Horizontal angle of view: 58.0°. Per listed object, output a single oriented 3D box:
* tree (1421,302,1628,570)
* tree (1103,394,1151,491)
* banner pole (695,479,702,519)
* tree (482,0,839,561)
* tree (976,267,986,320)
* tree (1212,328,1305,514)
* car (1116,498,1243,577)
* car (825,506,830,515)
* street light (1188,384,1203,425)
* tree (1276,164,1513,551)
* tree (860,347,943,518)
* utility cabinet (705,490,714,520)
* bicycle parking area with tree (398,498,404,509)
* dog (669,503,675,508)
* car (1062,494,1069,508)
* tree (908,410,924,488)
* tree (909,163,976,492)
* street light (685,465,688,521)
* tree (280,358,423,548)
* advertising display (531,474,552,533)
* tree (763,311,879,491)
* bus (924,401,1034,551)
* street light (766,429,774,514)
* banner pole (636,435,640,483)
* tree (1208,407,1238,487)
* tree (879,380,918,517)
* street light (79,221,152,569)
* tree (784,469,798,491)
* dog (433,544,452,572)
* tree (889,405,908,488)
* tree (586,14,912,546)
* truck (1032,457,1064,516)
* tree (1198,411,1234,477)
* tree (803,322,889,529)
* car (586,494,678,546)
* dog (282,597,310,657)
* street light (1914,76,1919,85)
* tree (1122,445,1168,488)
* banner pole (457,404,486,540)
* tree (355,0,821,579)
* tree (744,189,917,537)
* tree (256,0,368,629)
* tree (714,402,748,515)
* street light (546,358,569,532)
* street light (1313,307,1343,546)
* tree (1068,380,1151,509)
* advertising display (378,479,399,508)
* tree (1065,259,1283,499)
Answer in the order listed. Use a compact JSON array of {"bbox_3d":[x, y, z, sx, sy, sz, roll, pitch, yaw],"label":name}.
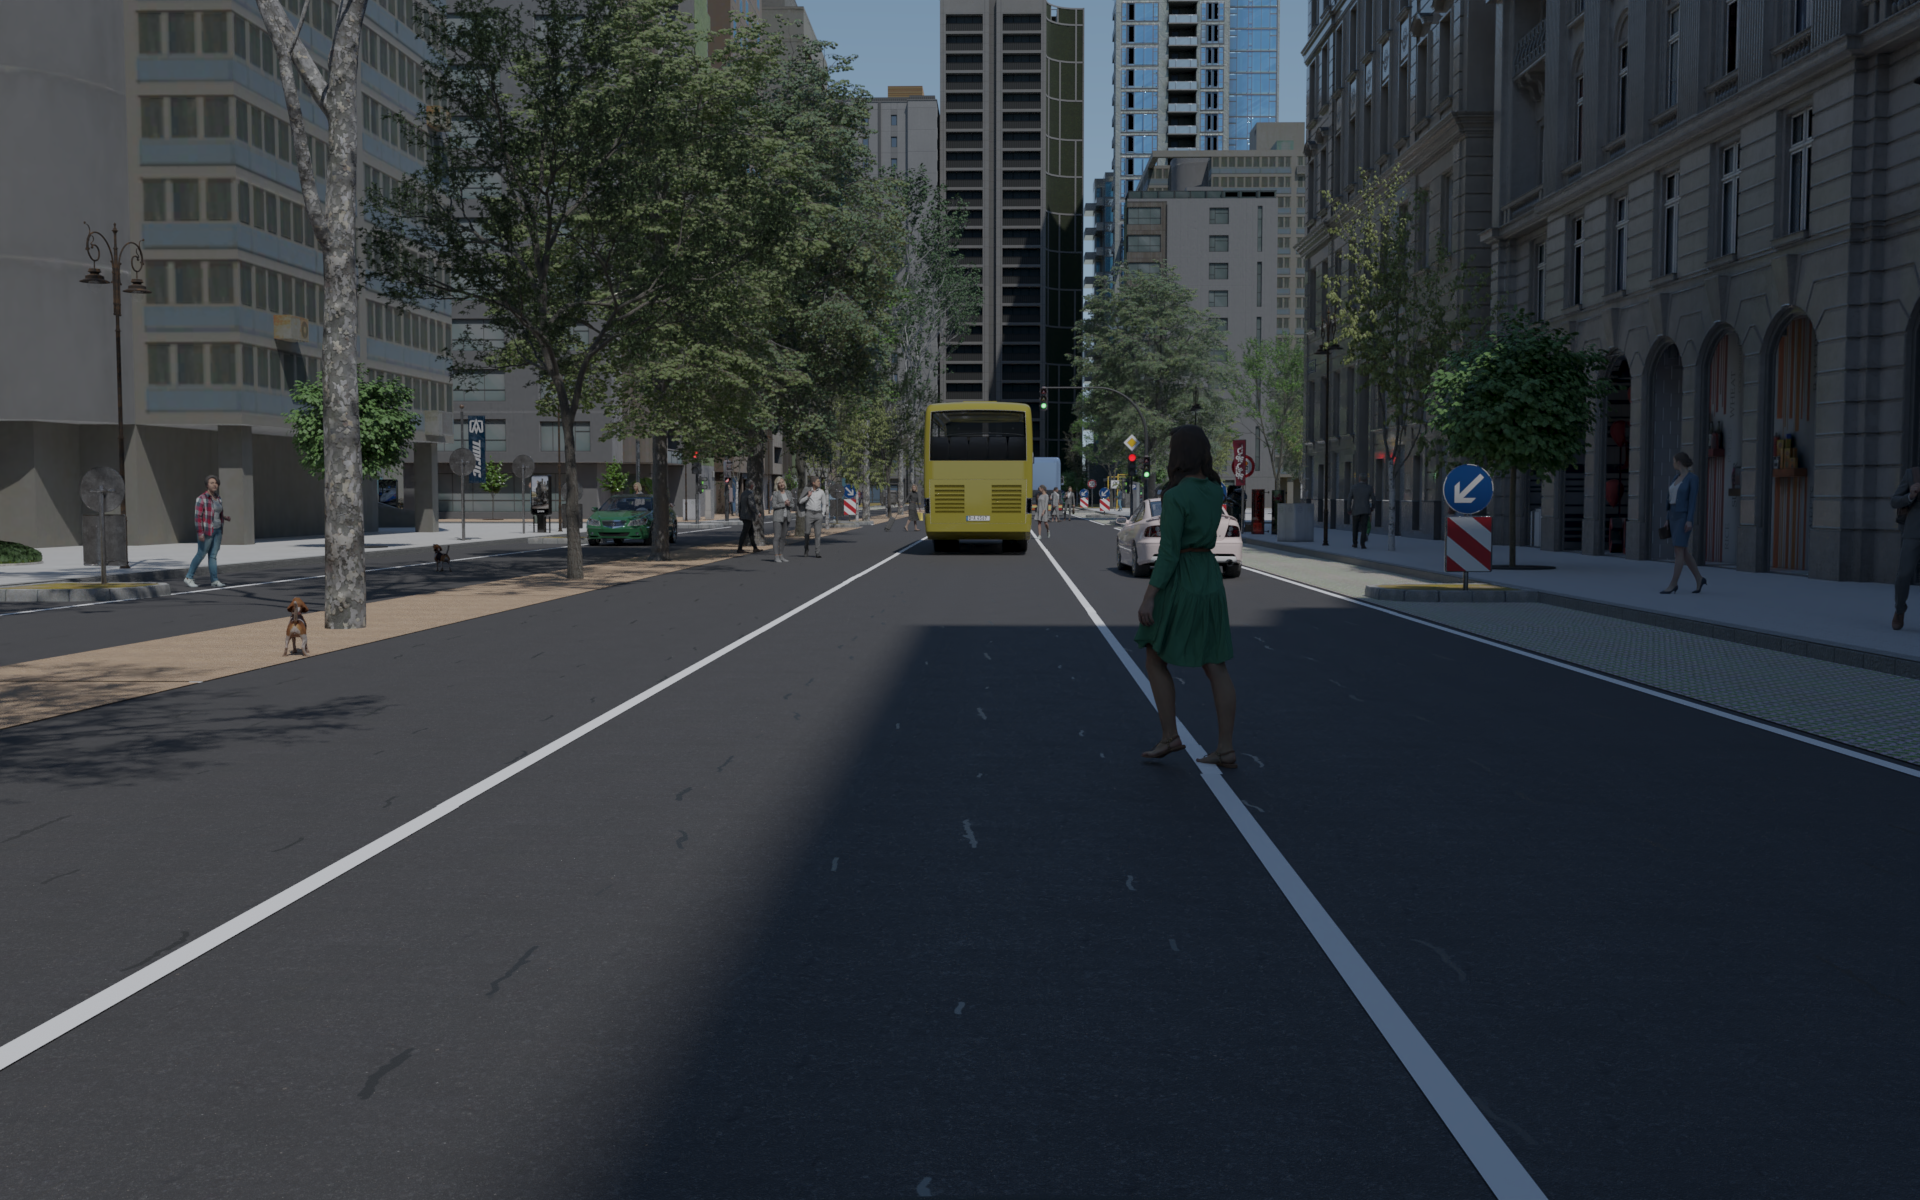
[{"bbox_3d":[9.640,-2.819,29.810,4.285,4.588,4.351,0,3,0],"label":"tree"},{"bbox_3d":[11.945,-10.262,118.143,4.737,8.622,4.395,0,3,0],"label":"tree"},{"bbox_3d":[-13.486,-6.041,88.784,0.401,3.779,0.863,0,4,1],"label":"banner pole"},{"bbox_3d":[-6.513,-7.130,37.157,7.486,12.596,7.792,0,3,0],"label":"tree"},{"bbox_3d":[-5.243,-15.900,118.316,12.611,20.169,13.585,0,3,0],"label":"tree"},{"bbox_3d":[20.154,-11.288,110.309,9.928,11.665,9.643,0,3,0],"label":"tree"},{"bbox_3d":[3.905,-1.153,31.219,2.083,1.381,4.827,0,4,0],"label":"car"},{"bbox_3d":[-9.905,-6.866,121.050,1.959,1.807,4.718,0,4,2],"label":"car"},{"bbox_3d":[9.895,-6.117,72.804,0.468,5.910,1.993,0,4,1],"label":"street light"},{"bbox_3d":[9.811,-5.402,38.688,4.737,8.622,4.395,0,3,0],"label":"tree"},{"bbox_3d":[-4.153,-10.177,103.255,8.767,10.594,7.601,0,4,1],"label":"tree"},{"bbox_3d":[-12.510,-4.757,86.462,0.318,1.500,1.173,0,4,0],"label":"utility cabinet"},{"bbox_3d":[-55.016,-10.134,152.688,9.016,4.147,8.231,0,4,3],"label":"bicycle parking area with tree"},{"bbox_3d":[-14.622,-4.393,86.198,0.800,0.831,0.513,3,5,44],"label":"dog"},{"bbox_3d":[10.321,-10.383,178.564,1.959,1.807,4.718,0,4,2],"label":"car"},{"bbox_3d":[-3.751,-11.483,140.561,4.737,8.622,4.395,0,3,0],"label":"tree"},{"bbox_3d":[-6.178,-14.306,92.254,12.611,20.169,13.585,0,3,0],"label":"tree"},{"bbox_3d":[-13.072,-6.713,82.541,0.468,5.910,1.993,0,4,1],"label":"street light"},{"bbox_3d":[-14.469,-3.518,41.236,4.285,4.588,4.351,0,3,0],"label":"tree"},{"bbox_3d":[-13.847,-3.186,57.298,0.974,1.923,0.123,3,5,39],"label":"advertising display"},{"bbox_3d":[-5.291,-6.840,64.655,4.360,8.622,3.978,0,3,0],"label":"tree"},{"bbox_3d":[0.602,-3.334,46.065,2.896,3.916,12.252,0,4,2],"label":"bus"},{"bbox_3d":[-12.310,-8.485,111.515,0.468,5.910,1.993,0,4,1],"label":"street light"},{"bbox_3d":[-13.320,-4.995,71.682,0.401,3.779,0.863,-1,4,-22],"label":"banner pole"},{"bbox_3d":[20.969,-11.864,144.346,4.737,8.622,4.395,0,3,0],"label":"tree"},{"bbox_3d":[-4.642,-9.577,109.398,4.360,8.622,3.978,0,3,0],"label":"tree"},{"bbox_3d":[-14.397,-3.480,29.679,0.468,5.910,1.993,0,4,1],"label":"street light"},{"bbox_3d":[-12.820,-8.239,129.310,1.663,3.219,1.824,0,3,0],"label":"tree"},{"bbox_3d":[-9.588,-0.779,32.031,0.540,0.507,0.406,1,4,12],"label":"dog"},{"bbox_3d":[-4.970,-8.012,83.816,4.737,8.622,4.395,0,3,0],"label":"tree"},{"bbox_3d":[-5.687,-8.451,47.293,9.857,13.997,8.962,0,3,0],"label":"tree"},{"bbox_3d":[5.901,-8.044,121.285,2.967,4.110,18.799,0,4,3],"label":"truck"},{"bbox_3d":[21.834,-12.315,151.717,4.360,8.622,3.978,0,3,0],"label":"tree"},{"bbox_3d":[-5.311,-7.124,69.297,4.737,8.622,4.395,0,3,0],"label":"tree"},{"bbox_3d":[-9.320,-2.305,49.479,2.131,1.459,4.920,0,4,3],"label":"car"},{"bbox_3d":[-5.880,0.242,15.339,0.540,0.507,0.406,2,4,33],"label":"dog"},{"bbox_3d":[8.354,-2.528,14.126,0.468,5.910,1.993,0,4,1],"label":"street light"},{"bbox_3d":[11.690,-7.704,109.680,4.285,4.588,4.351,0,3,0],"label":"tree"},{"bbox_3d":[-13.676,-3.575,48.474,0.863,3.779,0.401,0,4,-8],"label":"banner pole"},{"bbox_3d":[-6.437,-5.645,29.158,8.767,10.594,7.601,0,4,1],"label":"tree"},{"bbox_3d":[-5.225,-7.897,57.329,9.928,11.665,9.643,0,3,0],"label":"tree"},{"bbox_3d":[-7.732,-9.808,18.708,12.611,20.169,13.585,0,3,0],"label":"tree"},{"bbox_3d":[-13.616,-9.518,105.976,4.360,8.622,3.978,0,3,0],"label":"tree"},{"bbox_3d":[-13.651,-5.272,58.981,0.468,5.910,1.993,0,4,1],"label":"street light"},{"bbox_3d":[9.113,-4.294,42.996,0.468,5.910,1.993,0,4,1],"label":"street light"},{"bbox_3d":[13.018,-13.574,147.686,9.928,11.665,9.643,0,3,0],"label":"tree"},{"bbox_3d":[-24.816,-4.280,75.197,0.974,1.923,0.123,1,4,21],"label":"advertising display"},{"bbox_3d":[10.512,-11.441,93.716,9.857,13.997,8.962,0,3,0],"label":"tree"}]
